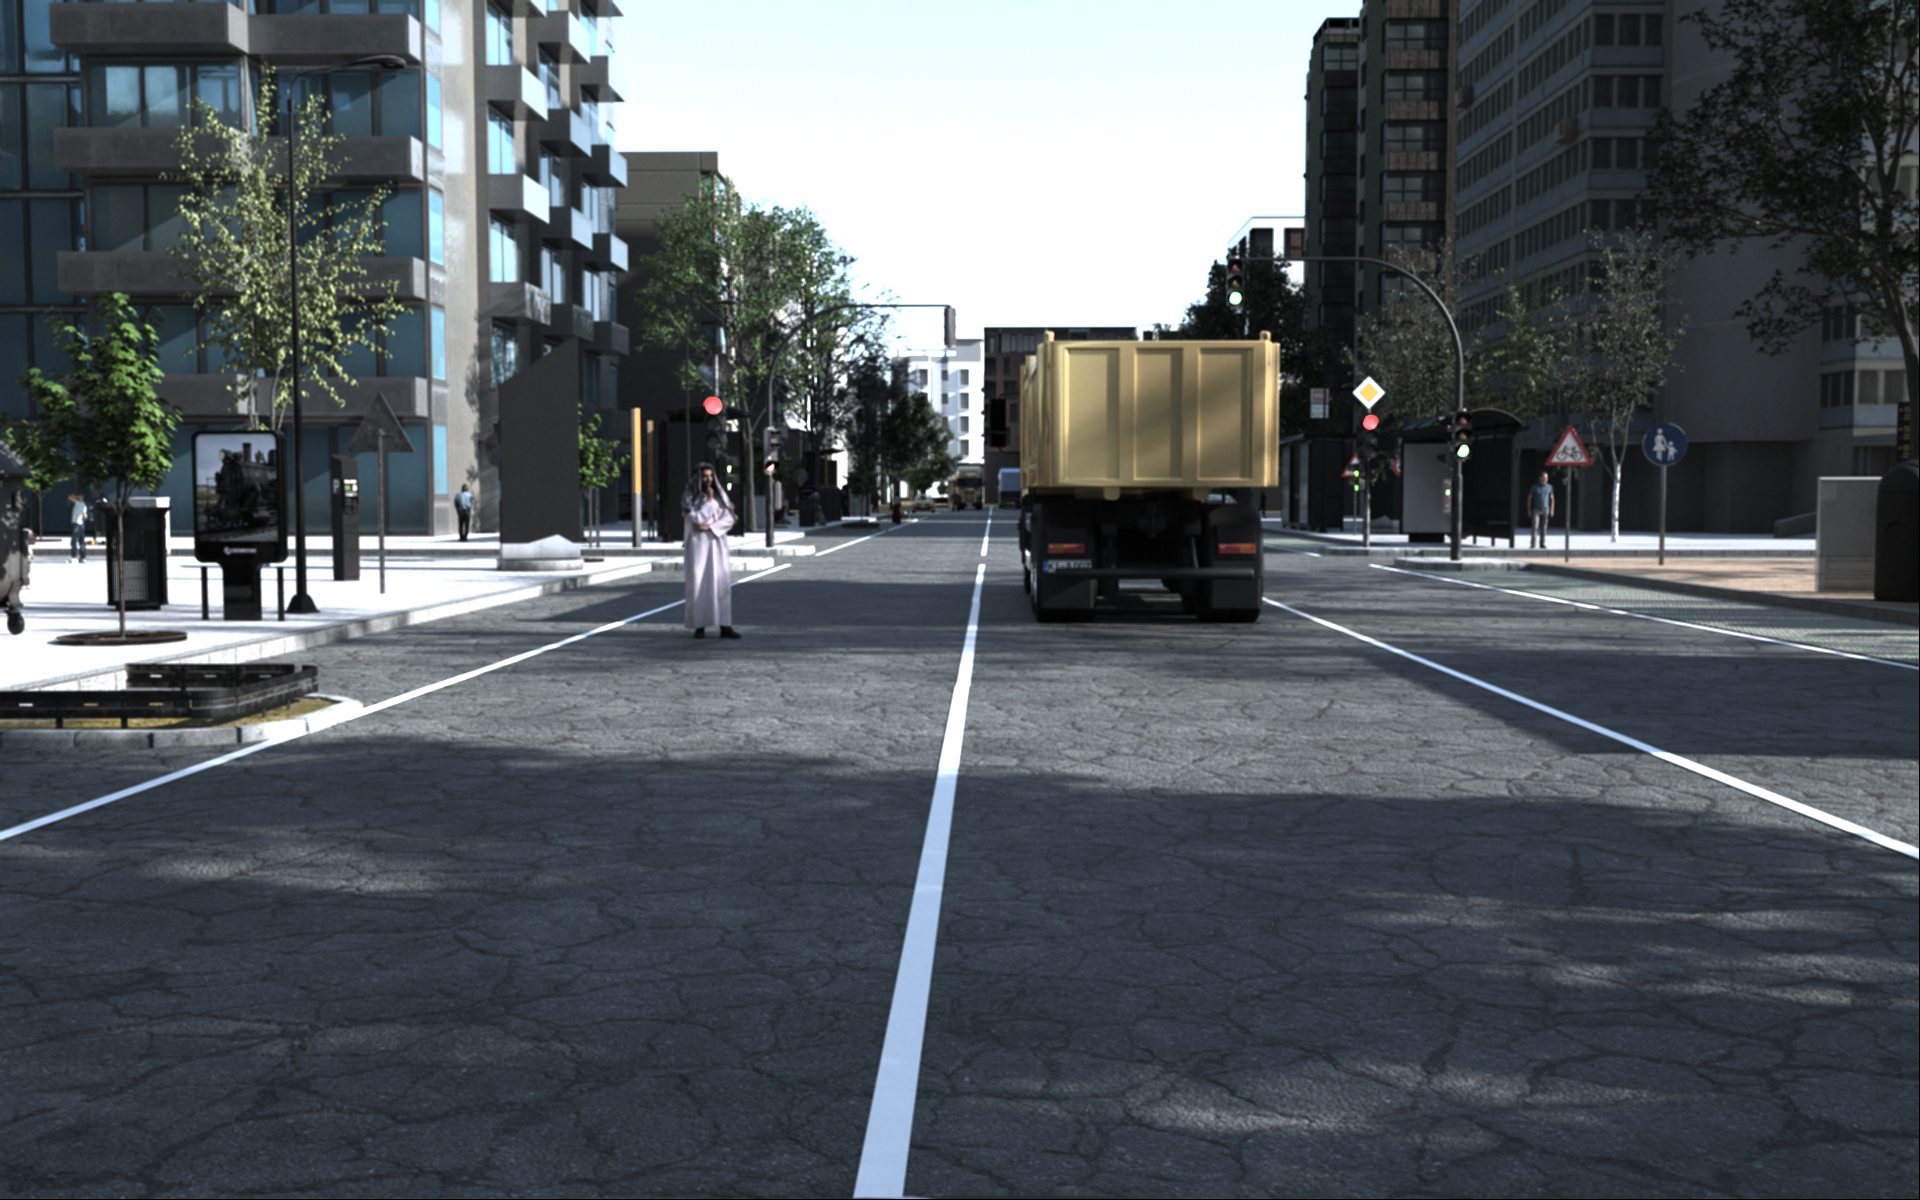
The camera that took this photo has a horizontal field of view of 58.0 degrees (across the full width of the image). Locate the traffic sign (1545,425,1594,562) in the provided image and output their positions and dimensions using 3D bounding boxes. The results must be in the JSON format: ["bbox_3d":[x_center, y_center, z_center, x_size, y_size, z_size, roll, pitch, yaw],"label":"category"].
[{"bbox_3d":[11.393,-1.984,32.444,0.884,2.594,0.081,0,4,6],"label":"traffic sign"}]

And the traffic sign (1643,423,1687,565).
[{"bbox_3d":[12.647,-1.899,31.153,0.768,2.556,0.104,0,4,8],"label":"traffic sign"}]

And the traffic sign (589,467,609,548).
[{"bbox_3d":[-8.722,-2.498,40.840,0.884,2.594,0.081,0,4,4],"label":"traffic sign"}]

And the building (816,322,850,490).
[{"bbox_3d":[-27.990,-18.979,176.771,31.486,18.905,16.747,0,4,1],"label":"building"}]

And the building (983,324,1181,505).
[{"bbox_3d":[19.362,-23.100,221.662,32.646,21.610,27.936,0,4,1],"label":"building"}]

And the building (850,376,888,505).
[{"bbox_3d":[-25.305,-21.439,216.986,31.486,18.905,16.747,0,4,1],"label":"building"}]

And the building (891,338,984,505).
[{"bbox_3d":[-2.761,-22.018,216.413,11.380,20.091,16.016,0,4,1],"label":"building"}]

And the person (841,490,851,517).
[{"bbox_3d":[-6.495,-5.458,97.827,0.613,1.512,0.480,-2,4,-30],"label":"person"}]

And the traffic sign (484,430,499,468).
[{"bbox_3d":[-9.010,-2.079,34.090,0.768,2.556,0.104,1,4,10],"label":"traffic sign"}]

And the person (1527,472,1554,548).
[{"bbox_3d":[13.719,-2.126,40.934,0.598,1.807,0.434,1,4,14],"label":"person"}]

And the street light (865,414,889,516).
[{"bbox_3d":[-4.855,-7.846,100.820,1.470,5.913,1.316,0,4,1],"label":"street light"}]

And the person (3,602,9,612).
[{"bbox_3d":[-10.474,-0.767,18.704,0.598,1.807,0.434,-3,5,-40],"label":"person"}]

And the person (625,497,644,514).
[{"bbox_3d":[-11.007,-3.037,58.387,0.600,1.496,0.574,-2,4,-25],"label":"person"}]

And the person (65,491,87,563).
[{"bbox_3d":[-16.473,-1.365,32.266,0.340,1.345,0.435,-1,4,-18],"label":"person"}]

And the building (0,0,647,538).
[{"bbox_3d":[-25.105,-27.150,63.511,23.786,49.044,30.456,0,4,1],"label":"building"}]

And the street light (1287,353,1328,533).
[{"bbox_3d":[11.482,-5.178,57.201,1.470,5.913,1.316,0,4,1],"label":"street light"}]

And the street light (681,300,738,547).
[{"bbox_3d":[-5.995,-4.218,41.512,1.470,5.913,1.316,0,4,1],"label":"street light"}]

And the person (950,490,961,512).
[{"bbox_3d":[-0.376,-8.029,140.330,0.990,1.755,0.434,0,4,1],"label":"person"}]

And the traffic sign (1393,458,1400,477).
[{"bbox_3d":[13.959,-3.318,54.361,0.768,2.556,0.104,1,4,9],"label":"traffic sign"}]

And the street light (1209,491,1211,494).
[{"bbox_3d":[11.997,-6.981,86.676,1.470,5.913,1.316,0,4,1],"label":"street light"}]

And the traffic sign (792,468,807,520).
[{"bbox_3d":[-7.971,-5.259,86.095,0.768,2.556,0.104,0,4,4],"label":"traffic sign"}]

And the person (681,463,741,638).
[{"bbox_3d":[-2.516,-0.492,17.214,0.621,1.740,0.551,3,5,44],"label":"person"}]

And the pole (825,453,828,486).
[{"bbox_3d":[-6.717,-5.697,86.989,0.158,3.312,0.155,0,3,0],"label":"pole"}]

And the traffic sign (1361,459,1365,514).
[{"bbox_3d":[14.546,-3.801,62.258,0.768,2.556,0.104,1,4,9],"label":"traffic sign"}]

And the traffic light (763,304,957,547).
[{"bbox_3d":[-2.464,-4.093,41.587,4.771,5.953,1.251,0,4,1],"label":"traffic light"}]

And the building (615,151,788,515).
[{"bbox_3d":[-25.709,-15.731,102.243,27.650,21.520,28.899,0,4,1],"label":"building"}]

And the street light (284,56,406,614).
[{"bbox_3d":[-6.575,-2.813,18.533,1.470,5.913,1.316,0,4,1],"label":"street light"}]

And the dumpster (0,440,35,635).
[{"bbox_3d":[-9.139,-0.569,15.069,1.264,1.857,1.865,0,4,1],"label":"dumpster"}]

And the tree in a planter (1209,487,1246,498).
[{"bbox_3d":[10.218,-4.207,66.011,1.991,3.239,1.994,0,4,1],"label":"tree in a planter"}]

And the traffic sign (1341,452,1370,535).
[{"bbox_3d":[12.218,-3.276,53.573,0.884,2.594,0.081,0,4,6],"label":"traffic sign"}]

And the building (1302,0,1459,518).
[{"bbox_3d":[28.547,-20.629,108.982,14.160,30.474,14.107,0,4,1],"label":"building"}]

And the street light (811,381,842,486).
[{"bbox_3d":[-5.536,-6.019,70.954,1.470,5.913,1.316,0,4,1],"label":"street light"}]

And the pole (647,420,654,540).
[{"bbox_3d":[-8.568,-3.310,47.967,0.158,3.312,0.155,0,3,0],"label":"pole"}]

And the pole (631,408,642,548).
[{"bbox_3d":[-7.705,-2.897,41.212,0.158,3.312,0.155,0,3,0],"label":"pole"}]

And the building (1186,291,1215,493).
[{"bbox_3d":[29.730,-18.979,166.733,16.016,20.091,11.380,0,4,1],"label":"building"}]

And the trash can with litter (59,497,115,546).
[{"bbox_3d":[-21.120,-1.968,43.240,2.233,1.210,1.678,1,4,11],"label":"trash can with litter"}]

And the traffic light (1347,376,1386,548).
[{"bbox_3d":[9.702,-3.206,41.333,0.839,4.253,0.868,0,4,1],"label":"traffic light"}]

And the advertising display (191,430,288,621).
[{"bbox_3d":[-7.277,-0.752,17.517,0.974,1.923,0.123,1,4,10],"label":"advertising display"}]

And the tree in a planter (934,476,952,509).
[{"bbox_3d":[-1.765,-10.630,171.022,1.991,3.239,1.994,0,4,1],"label":"tree in a planter"}]

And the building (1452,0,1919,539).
[{"bbox_3d":[32.359,-22.685,62.774,23.993,40.220,32.217,0,4,1],"label":"building"}]

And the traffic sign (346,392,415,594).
[{"bbox_3d":[-7.414,-1.355,22.165,0.884,2.594,0.081,0,4,2],"label":"traffic sign"}]

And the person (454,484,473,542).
[{"bbox_3d":[-13.350,-2.343,46.560,0.499,1.552,0.429,1,4,11],"label":"person"}]

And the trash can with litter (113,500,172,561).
[{"bbox_3d":[-15.770,-1.346,33.402,1.055,1.170,0.624,0,4,-2],"label":"trash can with litter"}]

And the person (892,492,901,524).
[{"bbox_3d":[-3.048,-4.434,83.461,0.387,1.526,0.523,2,4,29],"label":"person"}]

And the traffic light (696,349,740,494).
[{"bbox_3d":[-4.712,-2.733,33.609,0.839,4.253,0.868,0,4,1],"label":"traffic light"}]

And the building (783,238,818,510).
[{"bbox_3d":[-26.514,-17.732,133.893,27.936,21.610,32.646,0,4,1],"label":"building"}]

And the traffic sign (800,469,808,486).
[{"bbox_3d":[-8.068,-5.364,87.805,0.768,2.556,0.104,1,4,11],"label":"traffic sign"}]

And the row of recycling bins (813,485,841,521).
[{"bbox_3d":[-6.403,-4.589,82.146,1.069,1.692,3.534,1,4,13],"label":"row of recycling bins"}]

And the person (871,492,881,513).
[{"bbox_3d":[-5.780,-6.927,119.843,0.434,1.755,0.990,3,5,41],"label":"person"}]

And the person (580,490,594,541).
[{"bbox_3d":[-10.430,-2.528,47.531,0.875,1.805,0.789,0,4,7],"label":"person"}]

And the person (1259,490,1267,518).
[{"bbox_3d":[16.019,-5.103,92.017,0.613,1.512,0.480,0,4,-2],"label":"person"}]

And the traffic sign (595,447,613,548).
[{"bbox_3d":[-8.665,-2.524,41.377,0.768,2.556,0.104,0,4,1],"label":"traffic sign"}]

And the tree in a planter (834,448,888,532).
[{"bbox_3d":[-3.793,-4.248,66.677,1.991,3.239,1.994,0,4,1],"label":"tree in a planter"}]

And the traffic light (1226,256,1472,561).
[{"bbox_3d":[7.454,-3.583,33.249,4.771,5.953,1.251,0,4,1],"label":"traffic light"}]

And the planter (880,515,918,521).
[{"bbox_3d":[-3.266,-4.438,93.705,1.991,0.319,1.994,0,4,1],"label":"planter"}]

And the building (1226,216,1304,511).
[{"bbox_3d":[35.656,-18.320,143.502,27.936,21.610,32.646,0,4,1],"label":"building"}]

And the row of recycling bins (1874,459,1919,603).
[{"bbox_3d":[11.627,-0.749,19.364,1.069,1.692,3.534,-1,4,-10],"label":"row of recycling bins"}]
